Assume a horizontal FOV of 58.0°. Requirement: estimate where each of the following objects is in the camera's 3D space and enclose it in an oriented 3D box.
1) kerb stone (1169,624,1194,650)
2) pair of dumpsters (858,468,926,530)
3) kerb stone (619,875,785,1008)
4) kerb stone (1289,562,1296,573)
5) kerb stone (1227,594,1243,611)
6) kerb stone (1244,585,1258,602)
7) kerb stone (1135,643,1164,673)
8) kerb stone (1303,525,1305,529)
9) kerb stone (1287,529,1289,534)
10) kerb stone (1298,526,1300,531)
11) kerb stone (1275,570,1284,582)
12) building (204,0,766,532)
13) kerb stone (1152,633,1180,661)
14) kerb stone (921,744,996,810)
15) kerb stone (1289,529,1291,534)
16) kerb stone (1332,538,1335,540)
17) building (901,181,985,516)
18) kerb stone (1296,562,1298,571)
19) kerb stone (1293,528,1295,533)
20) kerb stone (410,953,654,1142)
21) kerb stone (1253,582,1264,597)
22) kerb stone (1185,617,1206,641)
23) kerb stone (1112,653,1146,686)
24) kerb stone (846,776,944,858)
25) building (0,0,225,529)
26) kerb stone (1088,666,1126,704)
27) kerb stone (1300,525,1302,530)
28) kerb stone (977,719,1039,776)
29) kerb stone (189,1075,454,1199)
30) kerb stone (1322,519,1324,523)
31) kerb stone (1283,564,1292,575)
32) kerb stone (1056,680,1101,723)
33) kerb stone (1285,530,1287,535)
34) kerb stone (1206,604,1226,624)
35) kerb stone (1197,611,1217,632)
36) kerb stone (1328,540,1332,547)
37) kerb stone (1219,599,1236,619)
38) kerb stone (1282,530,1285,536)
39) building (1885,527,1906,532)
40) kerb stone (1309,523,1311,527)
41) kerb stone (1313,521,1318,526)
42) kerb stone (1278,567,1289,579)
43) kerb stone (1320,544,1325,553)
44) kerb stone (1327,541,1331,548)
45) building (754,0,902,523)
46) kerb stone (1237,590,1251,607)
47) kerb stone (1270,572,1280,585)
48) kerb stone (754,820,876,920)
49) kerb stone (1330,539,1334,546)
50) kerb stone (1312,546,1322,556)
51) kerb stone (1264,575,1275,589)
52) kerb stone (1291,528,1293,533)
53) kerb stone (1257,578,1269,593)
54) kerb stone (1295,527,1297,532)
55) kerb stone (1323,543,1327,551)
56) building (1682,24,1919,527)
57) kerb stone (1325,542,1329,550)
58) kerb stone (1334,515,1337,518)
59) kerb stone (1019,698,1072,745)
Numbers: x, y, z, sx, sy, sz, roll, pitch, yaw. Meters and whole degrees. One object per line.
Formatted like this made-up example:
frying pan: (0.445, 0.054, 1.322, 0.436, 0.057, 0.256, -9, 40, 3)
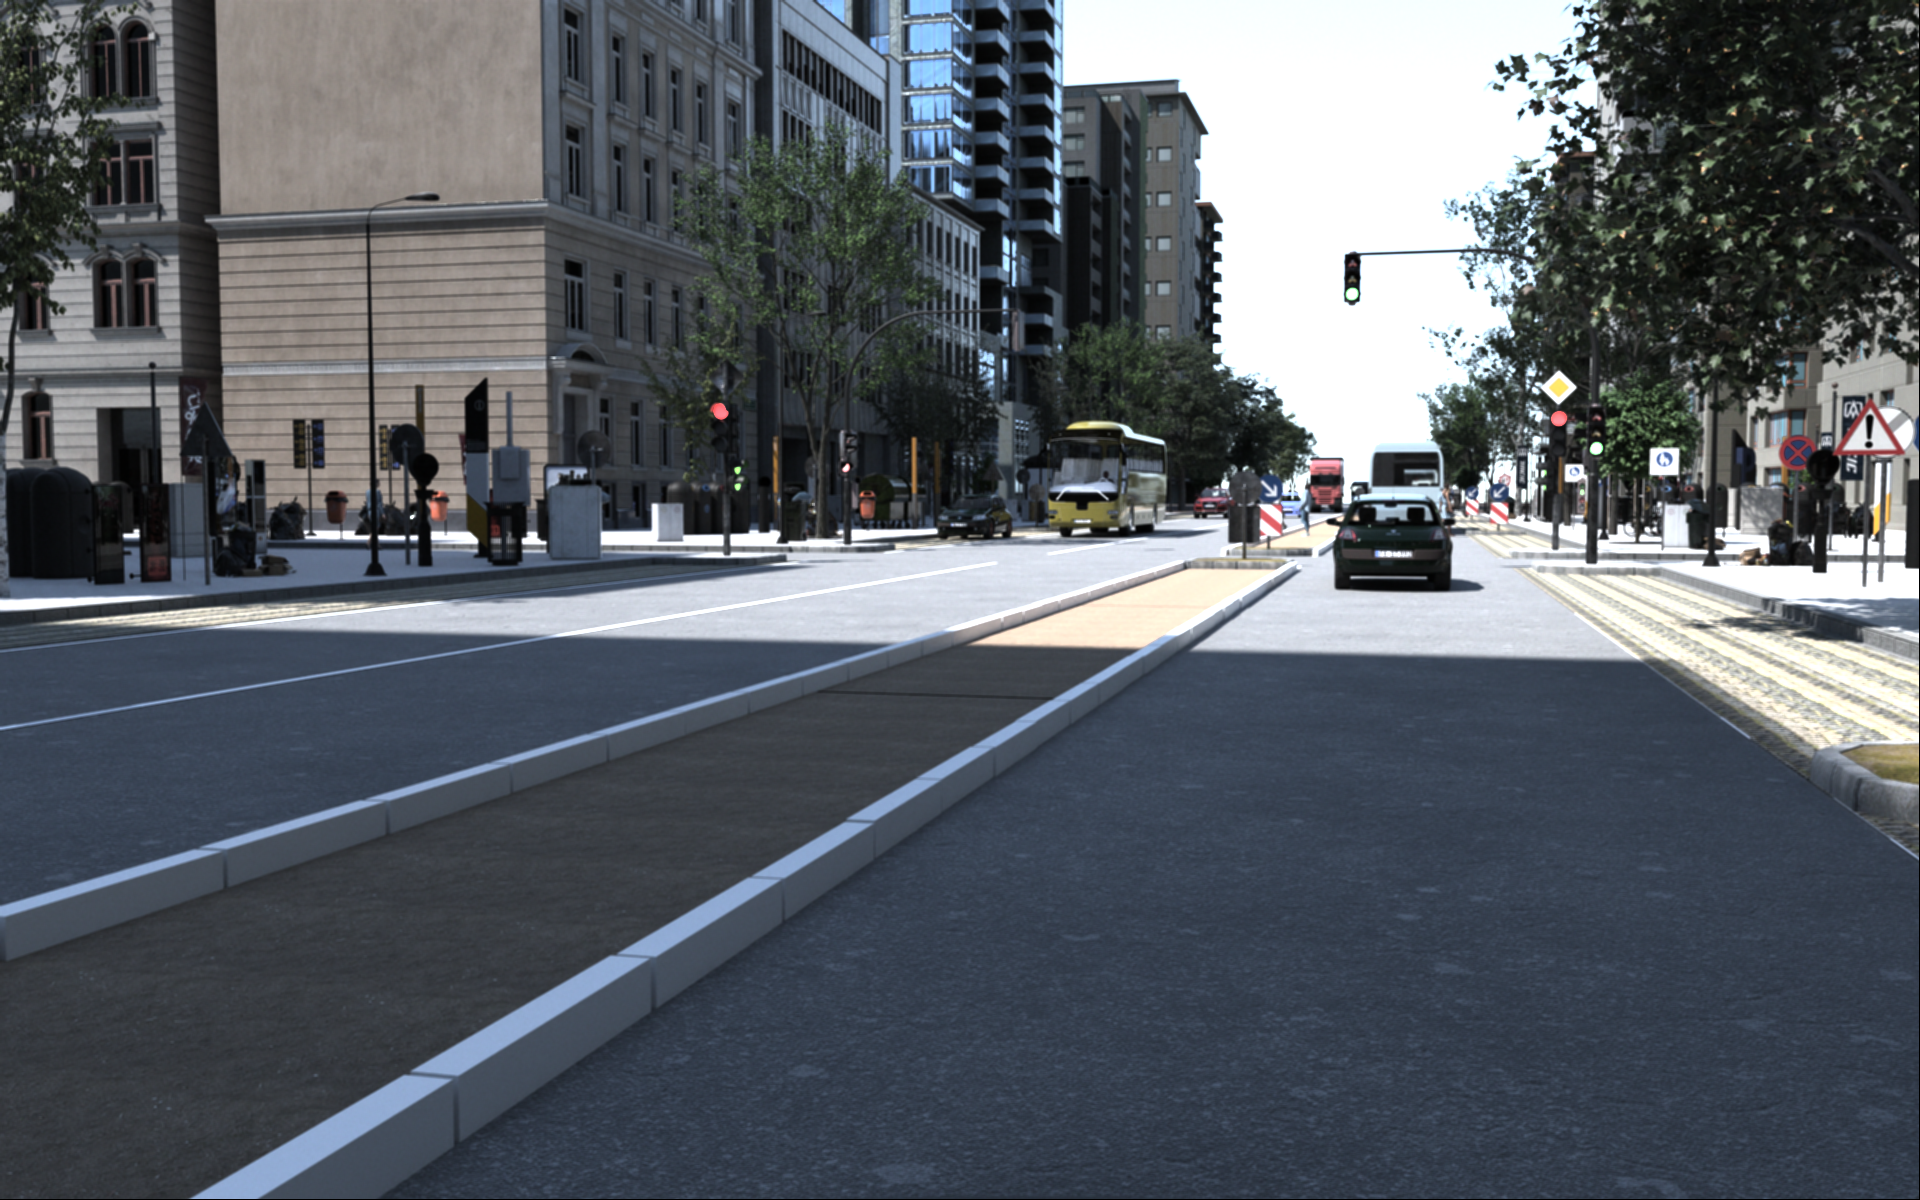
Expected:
kerb stone: (2.044, 0.365, 16.223, 0.120, 0.150, 1.000, 1, 4, 14)
pair of dumpsters: (-2.558, -3.773, 64.175, 1.574, 2.255, 4.437, 1, 4, 14)
kerb stone: (-0.777, 1.036, 5.318, 0.120, 0.150, 1.000, 1, 4, 14)
kerb stone: (5.893, -0.544, 31.094, 0.120, 0.150, 1.000, 1, 4, 14)
kerb stone: (3.317, 0.062, 21.181, 0.120, 0.150, 1.000, 1, 4, 14)
kerb stone: (3.845, -0.059, 23.158, 0.120, 0.150, 1.000, 1, 4, 14)
kerb stone: (1.531, 0.489, 14.236, 0.120, 0.150, 1.000, 1, 4, 14)
kerb stone: (13.516, -2.853, 68.844, 0.120, 0.150, 1.000, 1, 4, 14)
kerb stone: (11.191, -2.308, 59.927, 0.120, 0.150, 1.000, 1, 4, 14)
kerb stone: (12.743, -2.670, 65.866, 0.120, 0.150, 1.000, 1, 4, 14)
kerb stone: (5.131, -0.357, 28.119, 0.120, 0.150, 1.000, 1, 4, 14)
building: (-17.300, -17.252, 67.982, 13.634, 28.700, 20.117, 1, 4, 14)
kerb stone: (1.786, 0.426, 15.226, 0.120, 0.150, 1.000, 1, 4, 14)
kerb stone: (-0.014, 0.850, 8.295, 0.120, 0.150, 1.000, 1, 4, 14)
kerb stone: (11.455, -2.366, 60.915, 0.120, 0.150, 1.000, 1, 4, 14)
kerb stone: (10.153, -1.549, 47.523, 0.120, 0.150, 1.000, 1, 4, 14)
building: (-5.370, -15.691, 105.692, 9.793, 20.994, 18.267, 1, 4, 14)
kerb stone: (6.160, -0.604, 32.080, 0.120, 0.150, 1.000, 1, 4, 14)
kerb stone: (11.970, -2.487, 62.893, 0.120, 0.150, 1.000, 1, 4, 14)
kerb stone: (-1.038, 1.093, 4.321, 0.120, 0.150, 1.000, 1, 4, 14)
kerb stone: (4.104, -0.119, 24.149, 0.120, 0.150, 1.000, 1, 4, 14)
kerb stone: (2.305, 0.305, 17.217, 0.120, 0.150, 1.000, 1, 4, 14)
kerb stone: (1.267, 0.549, 13.248, 0.120, 0.150, 1.000, 1, 4, 14)
kerb stone: (-0.266, 0.911, 7.305, 0.120, 0.150, 1.000, 1, 4, 14)
building: (-36.558, -17.234, 69.158, 23.554, 28.519, 14.401, 1, 4, 14)
kerb stone: (1.016, 0.608, 12.257, 0.120, 0.150, 1.000, 1, 4, 14)
kerb stone: (12.997, -2.729, 66.864, 0.120, 0.150, 1.000, 1, 4, 14)
kerb stone: (0.248, 0.790, 9.284, 0.120, 0.150, 1.000, 1, 4, 14)
kerb stone: (-1.294, 1.154, 3.331, 0.120, 0.150, 1.000, 1, 4, 14)
kerb stone: (17.376, -3.764, 83.757, 0.120, 0.150, 1.000, 1, 4, 14)
kerb stone: (5.638, -0.484, 30.102, 0.120, 0.150, 1.000, 1, 4, 14)
kerb stone: (0.757, 0.669, 11.265, 0.120, 0.150, 1.000, 1, 4, 14)
kerb stone: (10.944, -2.247, 58.936, 0.120, 0.150, 1.000, 1, 4, 14)
kerb stone: (2.808, 0.183, 19.200, 0.120, 0.150, 1.000, 1, 4, 14)
kerb stone: (2.560, 0.246, 18.209, 0.120, 0.150, 1.000, 1, 4, 14)
kerb stone: (9.637, -1.425, 45.539, 0.120, 0.150, 1.000, 1, 4, 14)
kerb stone: (3.074, 0.123, 20.188, 0.120, 0.150, 1.000, 1, 4, 14)
kerb stone: (10.689, -2.184, 57.936, 0.120, 0.150, 1.000, 1, 4, 14)
building: (46.333, -12.844, 55.045, 28.899, 21.520, 27.650, 1, 4, 14)
kerb stone: (14.551, -3.091, 72.822, 0.120, 0.150, 1.000, 1, 4, 14)
kerb stone: (16.094, -3.461, 78.785, 0.120, 0.150, 1.000, 1, 4, 14)
kerb stone: (5.387, -0.423, 29.111, 0.120, 0.150, 1.000, 1, 4, 14)
kerb stone: (8.609, -1.184, 41.557, 0.120, 0.150, 1.000, 1, 4, 14)
kerb stone: (9.384, -1.362, 44.549, 0.120, 0.150, 1.000, 1, 4, 14)
building: (-11.537, -16.480, 87.477, 12.078, 24.808, 19.932, 1, 4, 14)
kerb stone: (3.590, 0.002, 22.168, 0.120, 0.150, 1.000, 1, 4, 14)
kerb stone: (4.877, -0.302, 27.126, 0.120, 0.150, 1.000, 1, 4, 14)
kerb stone: (-0.521, 0.978, 6.313, 0.120, 0.150, 1.000, 1, 4, 14)
kerb stone: (9.900, -1.486, 46.526, 0.120, 0.150, 1.000, 1, 4, 14)
kerb stone: (8.345, -1.120, 40.564, 0.120, 0.150, 1.000, 1, 4, 14)
kerb stone: (4.612, -0.241, 26.132, 0.120, 0.150, 1.000, 1, 4, 14)
kerb stone: (11.721, -2.426, 61.902, 0.120, 0.150, 1.000, 1, 4, 14)
kerb stone: (4.354, -0.180, 25.143, 0.120, 0.150, 1.000, 1, 4, 14)
kerb stone: (12.232, -2.547, 63.881, 0.120, 0.150, 1.000, 1, 4, 14)
kerb stone: (8.867, -1.239, 42.566, 0.120, 0.150, 1.000, 1, 4, 14)
building: (53.069, -14.736, 85.971, 27.650, 21.520, 28.899, 1, 4, 14)
kerb stone: (9.130, -1.301, 43.554, 0.120, 0.150, 1.000, 1, 4, 14)
kerb stone: (21.226, -4.676, 98.641, 0.120, 0.150, 1.000, 1, 4, 14)
kerb stone: (0.496, 0.729, 10.276, 0.120, 0.150, 1.000, 1, 4, 14)
